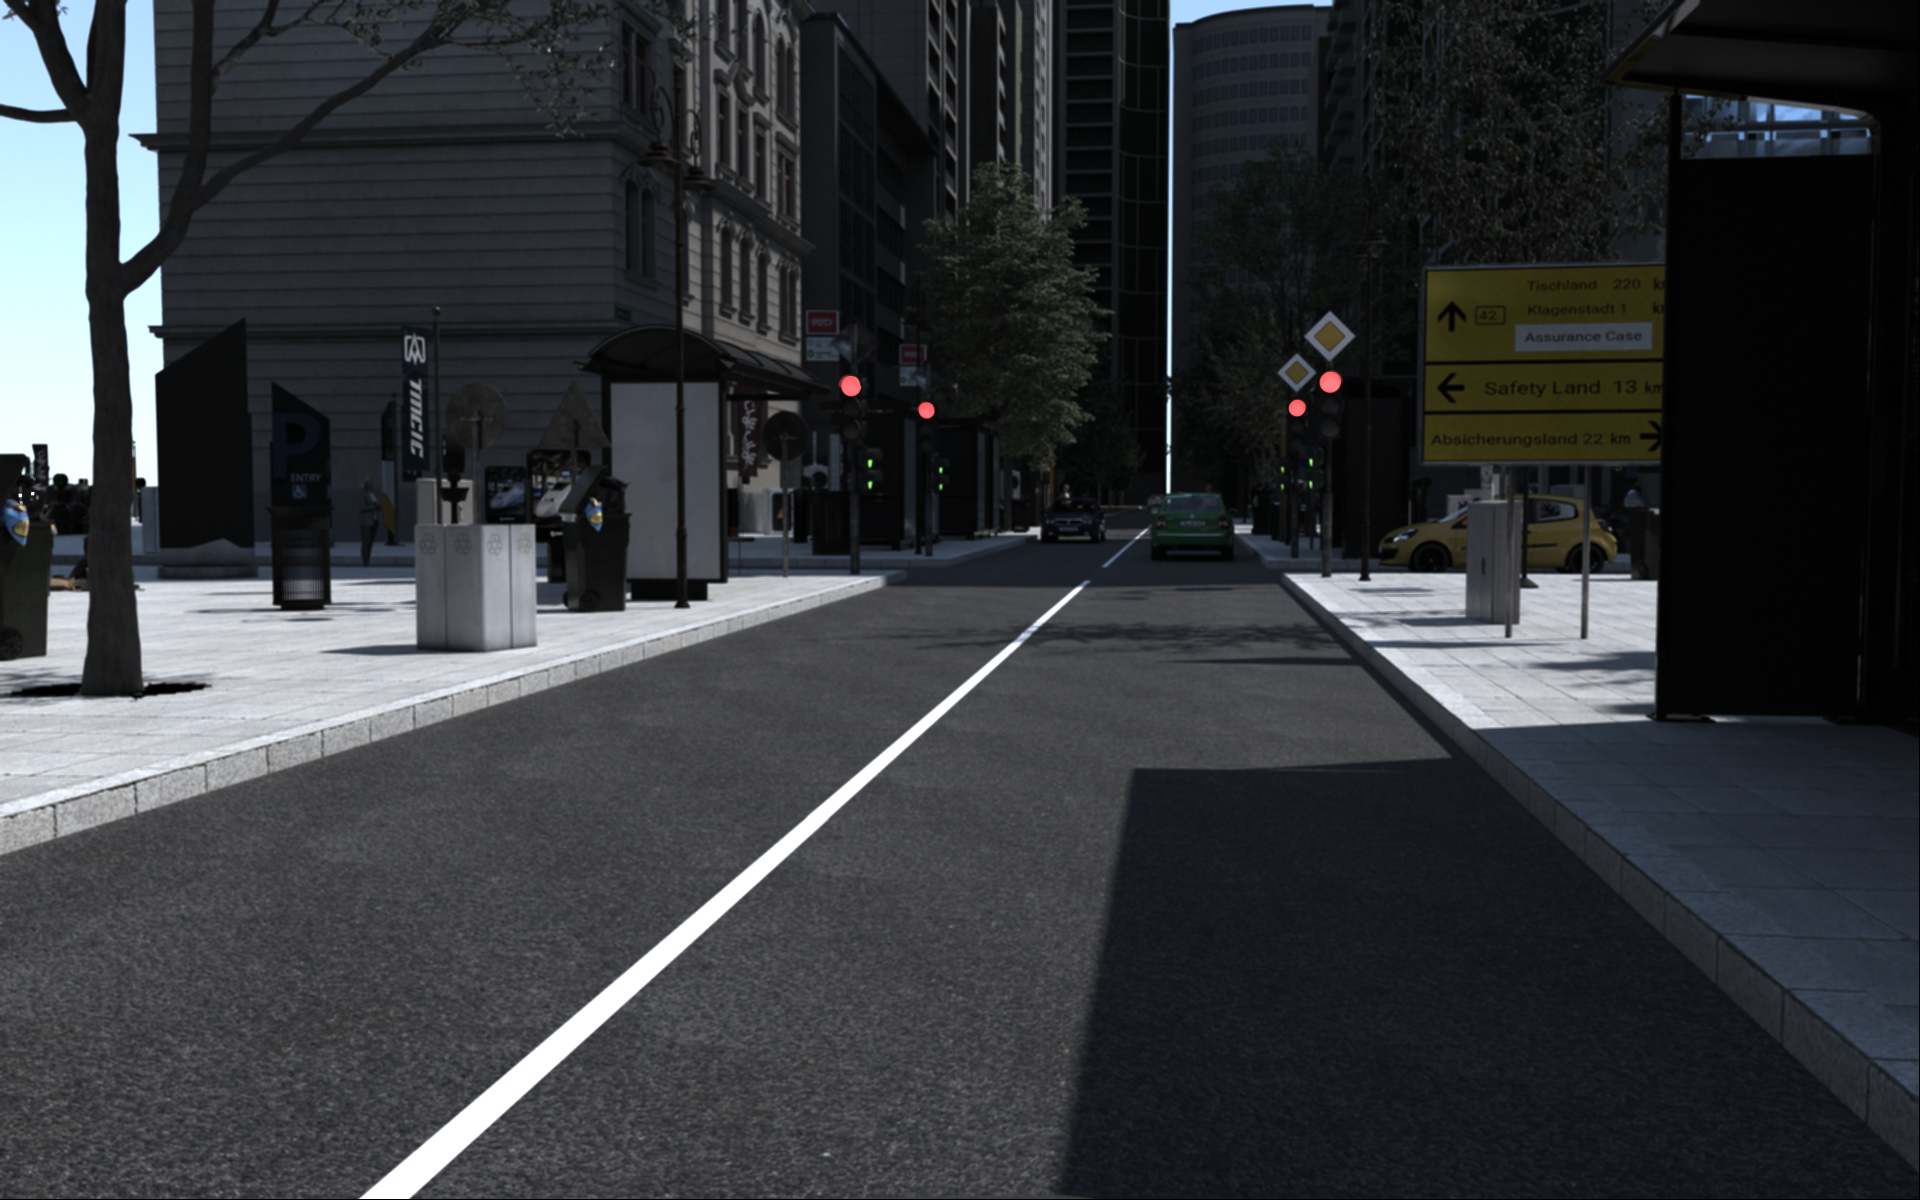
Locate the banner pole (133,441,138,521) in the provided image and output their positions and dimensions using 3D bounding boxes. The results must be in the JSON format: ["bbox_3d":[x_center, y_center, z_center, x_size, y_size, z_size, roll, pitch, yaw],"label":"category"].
[{"bbox_3d":[-39.018,-5.593,81.457,0.863,3.779,0.401,-3,5,-40],"label":"banner pole"}]

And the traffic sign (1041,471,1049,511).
[{"bbox_3d":[4.854,-5.857,95.761,0.884,2.594,0.081,1,4,9],"label":"traffic sign"}]

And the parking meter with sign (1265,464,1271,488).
[{"bbox_3d":[18.252,-6.439,101.541,0.543,3.016,1.738,1,4,21],"label":"parking meter with sign"}]

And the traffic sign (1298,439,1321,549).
[{"bbox_3d":[8.190,-2.456,40.269,0.768,2.556,0.104,1,4,12],"label":"traffic sign"}]

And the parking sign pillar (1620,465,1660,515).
[{"bbox_3d":[16.252,-3.198,40.758,1.447,3.967,1.447,1,4,20],"label":"parking sign pillar"}]

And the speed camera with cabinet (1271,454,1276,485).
[{"bbox_3d":[15.041,-5.339,81.633,0.660,3.252,2.038,0,4,7],"label":"speed camera with cabinet"}]

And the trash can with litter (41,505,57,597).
[{"bbox_3d":[-11.664,-0.600,21.193,1.055,1.170,0.624,-3,4,-36],"label":"trash can with litter"}]

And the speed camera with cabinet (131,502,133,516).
[{"bbox_3d":[-49.244,-6.667,103.349,0.660,3.252,2.038,-3,4,-39],"label":"speed camera with cabinet"}]

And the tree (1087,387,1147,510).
[{"bbox_3d":[9.615,-10.165,116.567,4.737,8.622,4.395,0,3,0],"label":"tree"}]

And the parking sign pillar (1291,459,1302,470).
[{"bbox_3d":[19.823,-6.948,102.072,1.447,3.967,1.447,1,4,23],"label":"parking sign pillar"}]

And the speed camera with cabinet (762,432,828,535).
[{"bbox_3d":[-5.155,-3.675,54.424,2.038,3.252,0.660,-2,4,-25],"label":"speed camera with cabinet"}]

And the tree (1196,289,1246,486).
[{"bbox_3d":[10.449,-6.747,60.680,4.360,8.622,3.978,0,3,0],"label":"tree"}]

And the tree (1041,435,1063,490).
[{"bbox_3d":[4.655,-9.489,105.500,4.360,8.622,3.978,0,3,0],"label":"tree"}]

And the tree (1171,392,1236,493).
[{"bbox_3d":[27.153,-16.980,184.271,9.857,13.997,8.962,0,3,0],"label":"tree"}]

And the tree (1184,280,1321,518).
[{"bbox_3d":[15.219,-10.759,92.915,9.611,12.733,9.660,0,3,0],"label":"tree"}]

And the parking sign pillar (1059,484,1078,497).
[{"bbox_3d":[6.190,-6.792,99.514,1.447,3.967,1.447,-3,5,-41],"label":"parking sign pillar"}]

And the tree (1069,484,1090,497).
[{"bbox_3d":[6.825,-6.247,96.740,1.663,3.219,1.824,0,3,0],"label":"tree"}]

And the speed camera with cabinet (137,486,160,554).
[{"bbox_3d":[-16.698,-2.652,37.703,0.660,3.252,2.038,3,4,39],"label":"speed camera with cabinet"}]

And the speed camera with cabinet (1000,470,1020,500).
[{"bbox_3d":[1.290,-4.411,66.455,2.038,3.252,0.660,-2,4,-28],"label":"speed camera with cabinet"}]

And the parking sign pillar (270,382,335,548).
[{"bbox_3d":[-15.806,-3.245,41.521,1.447,3.967,1.447,0,4,-6],"label":"parking sign pillar"}]

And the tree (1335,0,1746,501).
[{"bbox_3d":[5.899,-4.178,18.671,4.360,8.622,3.978,0,3,0],"label":"tree"}]

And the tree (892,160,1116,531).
[{"bbox_3d":[1.540,-8.671,59.896,7.486,12.596,7.792,0,3,0],"label":"tree"}]

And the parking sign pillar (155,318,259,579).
[{"bbox_3d":[-11.609,-2.334,26.634,1.447,3.967,1.447,-1,4,-12],"label":"parking sign pillar"}]

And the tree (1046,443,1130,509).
[{"bbox_3d":[6.180,-6.619,91.942,4.285,4.588,4.351,0,3,0],"label":"tree"}]

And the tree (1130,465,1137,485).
[{"bbox_3d":[13.621,-10.186,150.248,4.285,4.588,4.351,0,3,0],"label":"tree"}]

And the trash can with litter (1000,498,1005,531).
[{"bbox_3d":[0.978,-2.833,57.699,1.055,1.170,0.624,1,4,9],"label":"trash can with litter"}]

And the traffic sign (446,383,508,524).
[{"bbox_3d":[-5.536,-1.206,19.832,0.768,2.556,0.104,1,4,11],"label":"traffic sign"}]

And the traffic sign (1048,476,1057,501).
[{"bbox_3d":[5.216,-5.817,95.207,0.768,2.556,0.104,1,4,17],"label":"traffic sign"}]

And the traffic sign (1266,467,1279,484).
[{"bbox_3d":[14.115,-4.757,77.883,0.768,2.556,0.104,1,4,17],"label":"traffic sign"}]

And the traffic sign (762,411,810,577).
[{"bbox_3d":[-2.686,-1.622,26.620,0.768,2.556,0.104,1,4,12],"label":"traffic sign"}]

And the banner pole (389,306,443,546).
[{"bbox_3d":[-7.091,-2.017,22.988,0.401,3.779,0.863,2,4,27],"label":"banner pole"}]

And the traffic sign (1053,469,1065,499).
[{"bbox_3d":[5.012,-5.423,88.770,0.768,2.556,0.104,1,4,12],"label":"traffic sign"}]

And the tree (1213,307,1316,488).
[{"bbox_3d":[12.164,-7.137,67.059,4.737,8.622,4.395,0,3,0],"label":"tree"}]

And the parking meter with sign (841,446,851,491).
[{"bbox_3d":[-4.172,-4.047,62.437,0.543,3.016,1.738,-1,4,-8],"label":"parking meter with sign"}]

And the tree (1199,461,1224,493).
[{"bbox_3d":[23.717,-10.769,159.786,4.285,4.588,4.351,0,3,0],"label":"tree"}]

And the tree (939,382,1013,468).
[{"bbox_3d":[0.688,-8.483,89.066,4.360,8.622,3.978,0,3,0],"label":"tree"}]

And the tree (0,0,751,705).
[{"bbox_3d":[-5.365,-6.147,10.871,12.009,13.543,11.850,0,3,0],"label":"tree"}]

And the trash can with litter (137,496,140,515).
[{"bbox_3d":[-52.801,-6.102,111.157,0.624,1.170,1.055,1,4,13],"label":"trash can with litter"}]

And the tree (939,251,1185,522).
[{"bbox_3d":[3.456,-9.932,79.388,9.611,12.733,9.660,0,3,0],"label":"tree"}]

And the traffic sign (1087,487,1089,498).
[{"bbox_3d":[7.018,-5.802,94.972,0.768,2.556,0.104,1,4,14],"label":"traffic sign"}]

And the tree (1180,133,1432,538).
[{"bbox_3d":[10.241,-7.667,51.111,9.928,11.665,9.643,0,3,0],"label":"tree"}]

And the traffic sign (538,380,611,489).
[{"bbox_3d":[-4.420,-1.213,19.840,0.884,2.594,0.081,1,4,11],"label":"traffic sign"}]

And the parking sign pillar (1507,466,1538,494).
[{"bbox_3d":[25.405,-5.395,76.688,1.447,3.967,1.447,-3,4,-36],"label":"parking sign pillar"}]

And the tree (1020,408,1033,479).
[{"bbox_3d":[2.144,-9.160,100.125,4.360,8.622,3.978,0,3,0],"label":"tree"}]

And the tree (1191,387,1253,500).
[{"bbox_3d":[25.708,-15.241,167.312,7.486,12.596,7.792,0,3,0],"label":"tree"}]
